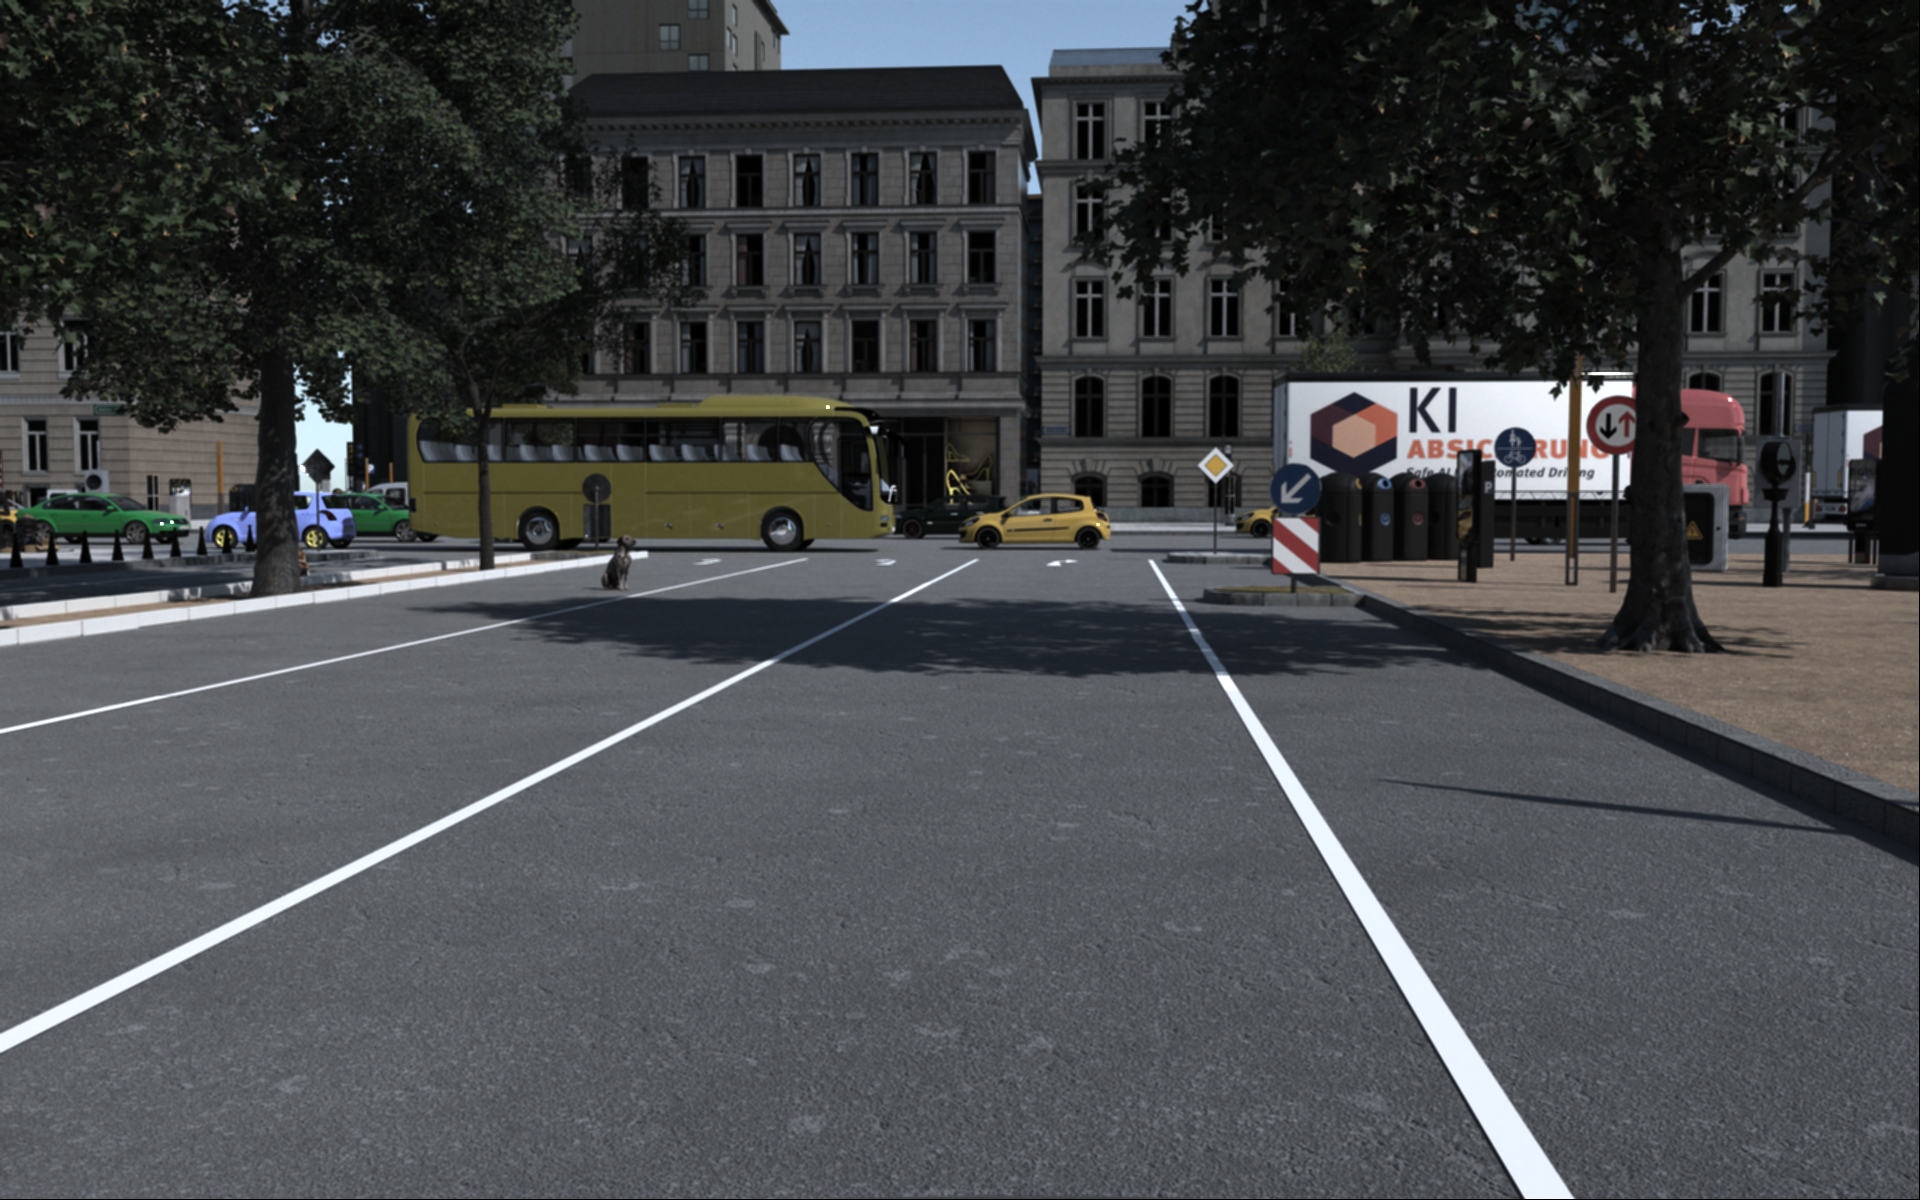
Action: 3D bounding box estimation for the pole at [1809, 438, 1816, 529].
[{"bbox_3d":[31.075,-4.235,63.079,0.158,3.312,0.155,0,3,0],"label":"pole"}]

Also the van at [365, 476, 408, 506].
[{"bbox_3d":[-19.316,-3.139,58.342,4.112,2.044,2.013,0,4,6],"label":"van"}]

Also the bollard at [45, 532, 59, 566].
[{"bbox_3d":[-16.327,-0.923,31.135,0.229,0.601,0.229,0,3,0],"label":"bollard"}]

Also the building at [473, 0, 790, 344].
[{"bbox_3d":[-32.869,-35.584,171.030,27.495,52.752,28.713,0,4,5],"label":"building"}]

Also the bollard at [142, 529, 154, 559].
[{"bbox_3d":[-16.058,-1.112,34.229,0.229,0.601,0.229,0,3,0],"label":"bollard"}]

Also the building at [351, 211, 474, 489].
[{"bbox_3d":[-53.719,-24.976,180.056,14.107,30.474,14.160,0,4,5],"label":"building"}]

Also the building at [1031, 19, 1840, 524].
[{"bbox_3d":[20.882,-15.991,80.535,34.723,24.649,14.460,0,4,5],"label":"building"}]

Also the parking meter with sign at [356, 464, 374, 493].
[{"bbox_3d":[-34.923,-6.410,101.057,1.738,3.016,0.543,2,4,34],"label":"parking meter with sign"}]

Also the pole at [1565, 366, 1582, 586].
[{"bbox_3d":[8.591,-1.859,24.245,0.158,3.312,0.155,0,3,0],"label":"pole"}]

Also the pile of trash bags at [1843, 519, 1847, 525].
[{"bbox_3d":[37.483,-3.701,70.256,1.912,1.369,3.447,0,4,-2],"label":"pile of trash bags"}]

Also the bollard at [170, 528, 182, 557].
[{"bbox_3d":[-15.972,-1.175,35.254,0.229,0.601,0.229,0,3,0],"label":"bollard"}]

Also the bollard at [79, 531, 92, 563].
[{"bbox_3d":[-16.243,-0.986,32.158,0.229,0.601,0.229,0,3,0],"label":"bollard"}]

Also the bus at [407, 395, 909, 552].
[{"bbox_3d":[-7.515,-3.190,43.701,12.252,3.916,2.896,0,4,3],"label":"bus"}]

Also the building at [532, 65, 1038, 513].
[{"bbox_3d":[-16.825,-14.077,81.061,40.483,20.767,10.553,0,4,5],"label":"building"}]

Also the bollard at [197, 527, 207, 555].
[{"bbox_3d":[-15.884,-1.238,36.277,0.229,0.601,0.229,0,3,0],"label":"bollard"}]

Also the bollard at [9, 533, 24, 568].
[{"bbox_3d":[-16.417,-0.861,30.112,0.229,0.601,0.229,0,3,0],"label":"bollard"}]

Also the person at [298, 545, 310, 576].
[{"bbox_3d":[-11.471,-0.673,29.986,0.381,0.543,0.357,-1,4,-9],"label":"person"}]

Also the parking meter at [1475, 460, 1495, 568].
[{"bbox_3d":[9.053,-1.489,30.055,0.399,1.863,0.255,-2,4,-30],"label":"parking meter"}]

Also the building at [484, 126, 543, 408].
[{"bbox_3d":[-28.720,-22.429,138.421,14.160,30.474,14.107,0,4,5],"label":"building"}]

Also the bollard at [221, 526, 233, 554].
[{"bbox_3d":[-15.794,-1.300,37.300,0.229,0.601,0.229,0,3,0],"label":"bollard"}]

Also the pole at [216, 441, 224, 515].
[{"bbox_3d":[-28.434,-4.449,66.587,0.158,3.312,0.155,0,3,0],"label":"pole"}]

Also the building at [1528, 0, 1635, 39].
[{"bbox_3d":[42.380,-31.933,141.710,23.786,49.044,30.456,0,4,5],"label":"building"}]

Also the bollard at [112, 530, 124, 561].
[{"bbox_3d":[-16.150,-1.049,33.195,0.229,0.601,0.229,0,3,0],"label":"bollard"}]

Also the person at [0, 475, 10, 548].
[{"bbox_3d":[-14.929,-1.084,26.568,0.599,1.781,0.374,-1,4,-10],"label":"person"}]

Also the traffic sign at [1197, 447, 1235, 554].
[{"bbox_3d":[5.416,-2.024,36.736,0.795,2.450,0.064,0,4,5],"label":"traffic sign"}]

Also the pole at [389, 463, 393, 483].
[{"bbox_3d":[-36.882,-7.247,112.338,0.158,3.312,0.155,0,3,0],"label":"pole"}]

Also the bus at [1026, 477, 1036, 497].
[{"bbox_3d":[5.478,-10.425,165.315,2.948,3.499,13.247,0,4,5],"label":"bus"}]

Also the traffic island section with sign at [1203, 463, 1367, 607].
[{"bbox_3d":[4.271,-0.882,23.053,1.989,1.847,2.006,0,4,5],"label":"traffic island section with sign"}]

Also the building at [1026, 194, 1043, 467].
[{"bbox_3d":[20.349,-36.022,243.579,28.867,44.769,22.147,0,4,5],"label":"building"}]

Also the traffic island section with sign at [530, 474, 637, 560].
[{"bbox_3d":[-8.197,-1.840,38.221,2.006,1.907,1.989,0,4,5],"label":"traffic island section with sign"}]

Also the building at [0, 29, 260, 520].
[{"bbox_3d":[-47.415,-18.366,86.182,20.117,28.700,13.634,0,4,5],"label":"building"}]

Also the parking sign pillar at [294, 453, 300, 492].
[{"bbox_3d":[-44.447,-7.720,114.692,1.447,3.967,1.447,0,4,6],"label":"parking sign pillar"}]

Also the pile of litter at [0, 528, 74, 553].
[{"bbox_3d":[-20.478,-1.487,38.279,1.719,0.858,1.176,-3,4,-37],"label":"pile of litter"}]

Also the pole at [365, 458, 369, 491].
[{"bbox_3d":[-33.314,-6.332,97.377,0.158,3.312,0.155,0,3,0],"label":"pole"}]

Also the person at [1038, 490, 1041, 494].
[{"bbox_3d":[7.126,-8.917,154.280,1.348,1.826,0.705,1,4,19],"label":"person"}]

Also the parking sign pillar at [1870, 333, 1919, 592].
[{"bbox_3d":[13.054,-2.123,23.179,1.447,3.967,1.447,-2,4,-24],"label":"parking sign pillar"}]

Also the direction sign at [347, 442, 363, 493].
[{"bbox_3d":[-26.377,-5.112,75.571,0.379,3.537,0.876,2,4,26],"label":"direction sign"}]

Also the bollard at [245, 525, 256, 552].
[{"bbox_3d":[-15.710,-1.363,38.323,0.229,0.601,0.229,0,3,0],"label":"bollard"}]

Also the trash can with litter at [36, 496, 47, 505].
[{"bbox_3d":[-53.401,-5.544,101.697,1.678,1.210,2.233,-2,4,-35],"label":"trash can with litter"}]

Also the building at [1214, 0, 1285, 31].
[{"bbox_3d":[45.012,-49.088,240.834,20.611,71.187,20.563,0,4,5],"label":"building"}]

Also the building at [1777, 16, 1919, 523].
[{"bbox_3d":[50.770,-17.378,77.640,24.014,27.812,14.314,0,4,5],"label":"building"}]
